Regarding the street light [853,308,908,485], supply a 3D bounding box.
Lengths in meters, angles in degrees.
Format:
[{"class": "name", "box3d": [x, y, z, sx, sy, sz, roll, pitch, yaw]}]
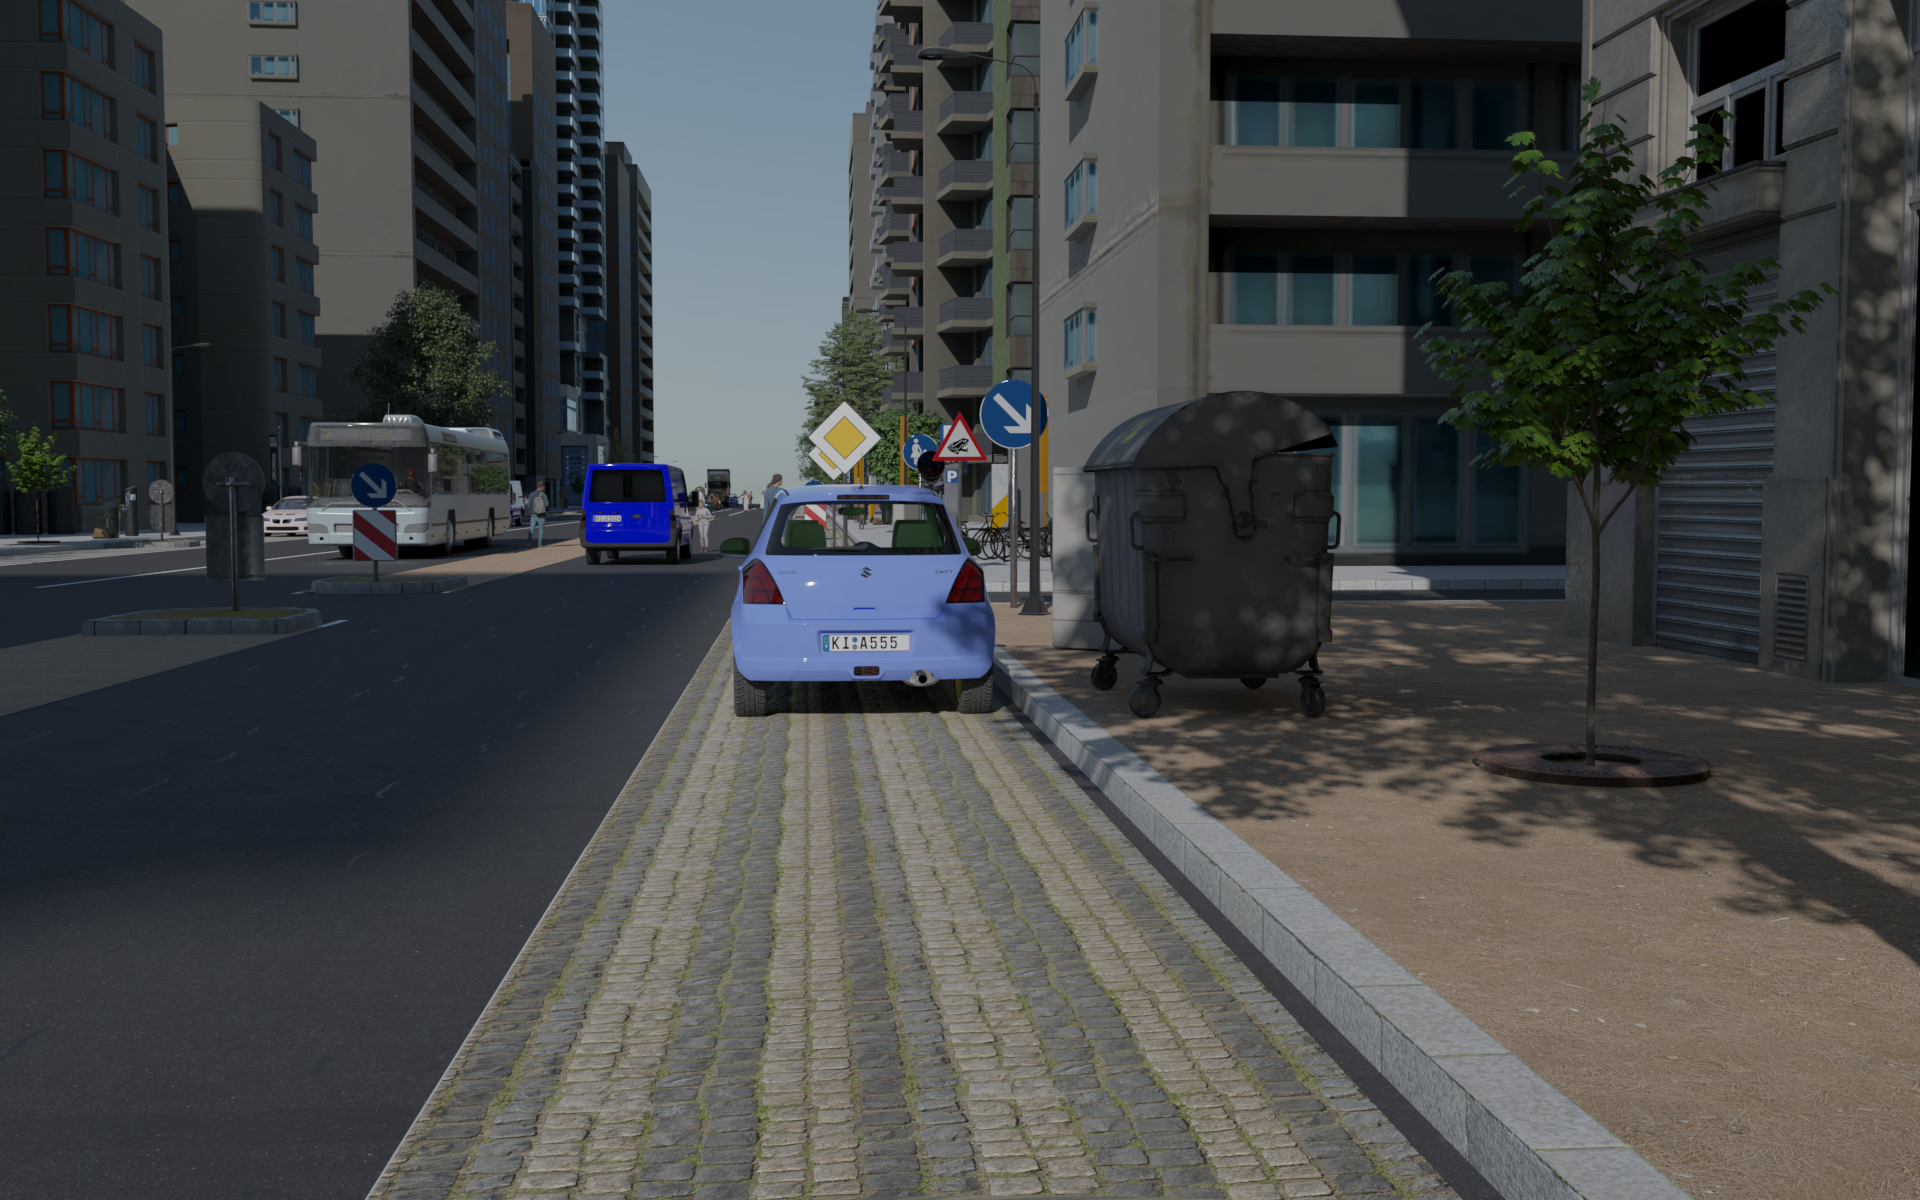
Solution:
[{"class": "street light", "box3d": [-1.904, -4.336, 43.434, 1.470, 5.913, 1.316, 0, 4, -5]}]

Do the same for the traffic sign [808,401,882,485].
[{"class": "traffic sign", "box3d": [-1.242, -0.922, 18.710, 0.795, 2.450, 0.064, 0, 4, -5]}]

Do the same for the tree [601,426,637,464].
[{"class": "tree", "box3d": [-36.688, -14.502, 187.462, 4.737, 8.622, 4.395, 0, 3, 0]}]

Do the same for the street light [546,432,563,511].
[{"class": "street light", "box3d": [-30.366, -9.607, 129.621, 1.470, 5.913, 1.316, 0, 4, -5]}]

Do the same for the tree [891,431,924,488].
[{"class": "tree", "box3d": [-1.598, -3.614, 53.686, 1.663, 3.219, 1.824, 0, 3, 0]}]

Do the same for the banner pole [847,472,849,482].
[{"class": "banner pole", "box3d": [-5.708, -6.154, 90.627, 0.863, 3.779, 0.401, -1, 4, -18]}]

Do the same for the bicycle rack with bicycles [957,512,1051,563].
[{"class": "bicycle rack with bicycles", "box3d": [1.072, -1.233, 33.547, 2.925, 0.926, 2.852, -1, 4, -23]}]

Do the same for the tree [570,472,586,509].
[{"class": "tree", "box3d": [-33.237, -9.542, 150.617, 1.663, 3.219, 1.824, 0, 3, 0]}]

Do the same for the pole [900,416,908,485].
[{"class": "pole", "box3d": [-1.461, -3.154, 45.407, 0.158, 3.312, 0.155, 0, 3, 0]}]

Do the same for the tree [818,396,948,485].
[{"class": "tree", "box3d": [-1.833, -4.562, 58.306, 4.285, 4.588, 4.351, 0, 3, 0]}]

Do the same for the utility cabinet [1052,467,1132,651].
[{"class": "utility cabinet", "box3d": [1.344, -0.331, 14.083, 1.173, 1.500, 0.318, 2, 4, 31]}]

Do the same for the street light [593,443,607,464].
[{"class": "street light", "box3d": [-32.957, -11.365, 158.356, 1.470, 5.913, 1.316, 0, 4, -5]}]

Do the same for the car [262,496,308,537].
[{"class": "car", "box3d": [-22.526, -2.873, 59.341, 2.083, 1.381, 4.827, 0, 4, -5]}]

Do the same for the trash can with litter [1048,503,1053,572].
[{"class": "trash can with litter", "box3d": [1.947, -1.027, 28.177, 1.055, 1.170, 0.624, 0, 4, 6]}]

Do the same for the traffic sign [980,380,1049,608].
[{"class": "traffic sign", "box3d": [0.604, -1.180, 19.398, 0.768, 2.556, 0.104, 0, 4, 1]}]

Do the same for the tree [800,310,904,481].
[{"class": "tree", "box3d": [-6.443, -11.582, 107.487, 7.486, 12.596, 7.792, 0, 3, 0]}]

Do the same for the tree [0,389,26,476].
[{"class": "tree", "box3d": [-23.582, -3.471, 40.459, 4.285, 4.588, 4.351, 0, 3, 0]}]

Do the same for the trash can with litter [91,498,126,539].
[{"class": "trash can with litter", "box3d": [-24.419, -2.340, 49.643, 0.624, 1.170, 1.055, 0, 4, -1]}]

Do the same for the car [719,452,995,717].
[{"class": "car", "box3d": [-0.764, -0.175, 12.454, 1.945, 1.707, 3.694, 0, 4, -6]}]

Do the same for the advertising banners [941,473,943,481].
[{"class": "advertising banners", "box3d": [-0.600, -3.321, 50.485, 0.090, 3.025, 2.074, 0, 4, 6]}]

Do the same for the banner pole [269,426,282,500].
[{"class": "banner pole", "box3d": [-25.116, -4.505, 63.676, 0.401, 3.779, 0.863, 1, 4, 13]}]

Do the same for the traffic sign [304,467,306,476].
[{"class": "traffic sign", "box3d": [-25.759, -4.218, 69.078, 0.768, 2.556, 0.104, 0, 4, -4]}]

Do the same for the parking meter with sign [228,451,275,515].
[{"class": "parking meter with sign", "box3d": [-28.828, -4.543, 70.537, 1.738, 3.016, 0.543, -2, 4, -28]}]

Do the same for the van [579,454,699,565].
[{"class": "van", "box3d": [-6.779, -1.982, 36.787, 2.240, 2.365, 5.245, 0, 4, -5]}]

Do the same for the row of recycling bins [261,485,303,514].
[{"class": "row of recycling bins", "box3d": [-29.849, -4.223, 76.162, 1.069, 1.692, 3.534, 0, 4, 2]}]

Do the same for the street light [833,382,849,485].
[{"class": "street light", "box3d": [-4.574, -6.094, 72.173, 1.470, 5.913, 1.316, 0, 4, -5]}]

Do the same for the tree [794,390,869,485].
[{"class": "tree", "box3d": [-13.640, -16.756, 190.964, 9.611, 12.733, 9.660, 0, 3, 0]}]

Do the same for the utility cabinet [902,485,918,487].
[{"class": "utility cabinet", "box3d": [-1.283, -2.036, 41.970, 0.318, 1.500, 1.173, 1, 4, 20]}]

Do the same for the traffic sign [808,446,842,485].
[{"class": "traffic sign", "box3d": [-1.942, -1.408, 26.665, 0.795, 2.450, 0.064, 0, 4, -5]}]

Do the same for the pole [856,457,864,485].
[{"class": "pole", "box3d": [-3.573, -4.214, 62.745, 0.158, 3.312, 0.155, 0, 3, 0]}]

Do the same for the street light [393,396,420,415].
[{"class": "street light", "box3d": [-26.184, -6.688, 81.896, 1.470, 5.913, 1.316, 0, 4, -5]}]

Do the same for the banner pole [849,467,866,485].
[{"class": "banner pole", "box3d": [-5.093, -6.023, 88.490, 0.863, 3.779, 0.401, 0, 4, 2]}]

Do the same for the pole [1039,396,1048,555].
[{"class": "pole", "box3d": [1.734, -2.585, 36.106, 0.158, 3.312, 0.155, 0, 3, 0]}]

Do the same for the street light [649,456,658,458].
[{"class": "street light", "box3d": [-37.755, -14.682, 212.595, 1.470, 5.913, 1.316, 0, 4, -5]}]

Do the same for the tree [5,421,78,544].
[{"class": "tree", "box3d": [-24.186, -3.093, 45.168, 1.663, 3.219, 1.824, 0, 3, 0]}]

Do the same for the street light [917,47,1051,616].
[{"class": "street light", "box3d": [0.255, -2.793, 18.210, 1.470, 5.913, 1.316, 0, 4, -5]}]

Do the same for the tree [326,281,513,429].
[{"class": "tree", "box3d": [-28.769, -10.782, 93.292, 9.611, 12.733, 9.660, 0, 3, 0]}]

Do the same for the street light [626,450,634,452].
[{"class": "street light", "box3d": [-35.194, -12.927, 183.903, 1.470, 5.913, 1.316, 0, 4, -5]}]

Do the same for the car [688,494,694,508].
[{"class": "car", "box3d": [-24.560, -9.093, 160.465, 2.131, 1.459, 4.920, 0, 4, -6]}]

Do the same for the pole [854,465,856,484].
[{"class": "pole", "box3d": [-4.620, -5.072, 76.774, 0.158, 3.312, 0.155, 0, 3, 0]}]

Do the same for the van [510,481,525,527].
[{"class": "van", "box3d": [-20.496, -4.399, 76.301, 2.240, 2.365, 5.245, 0, 4, -7]}]

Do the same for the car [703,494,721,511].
[{"class": "car", "box3d": [-21.777, -8.620, 150.727, 2.009, 1.686, 4.222, 0, 4, -4]}]

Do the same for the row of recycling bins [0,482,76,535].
[{"class": "row of recycling bins", "box3d": [-29.866, -2.909, 54.672, 3.534, 1.692, 1.069, -1, 4, -18]}]

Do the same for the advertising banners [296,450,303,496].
[{"class": "advertising banners", "box3d": [-25.261, -4.284, 66.224, 0.090, 3.025, 2.074, -2, 4, -26]}]

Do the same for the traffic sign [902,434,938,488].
[{"class": "traffic sign", "box3d": [-0.844, -2.252, 36.918, 0.768, 2.556, 0.104, 0, 4, -3]}]

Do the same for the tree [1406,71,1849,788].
[{"class": "tree", "box3d": [2.926, -0.826, 8.112, 1.663, 3.219, 1.824, 0, 3, 0]}]

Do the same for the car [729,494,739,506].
[{"class": "car", "box3d": [-27.807, -12.298, 210.661, 1.945, 1.707, 3.694, 0, 4, -7]}]

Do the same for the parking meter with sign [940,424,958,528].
[{"class": "parking meter with sign", "box3d": [-0.221, -2.823, 42.416, 0.543, 3.016, 1.738, 0, 3, 0]}]

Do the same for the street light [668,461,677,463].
[{"class": "street light", "box3d": [-40.286, -16.500, 242.309, 1.470, 5.913, 1.316, 0, 4, -5]}]

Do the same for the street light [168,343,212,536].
[{"class": "street light", "box3d": [-23.708, -4.943, 53.353, 1.470, 5.913, 1.316, 0, 4, -5]}]
